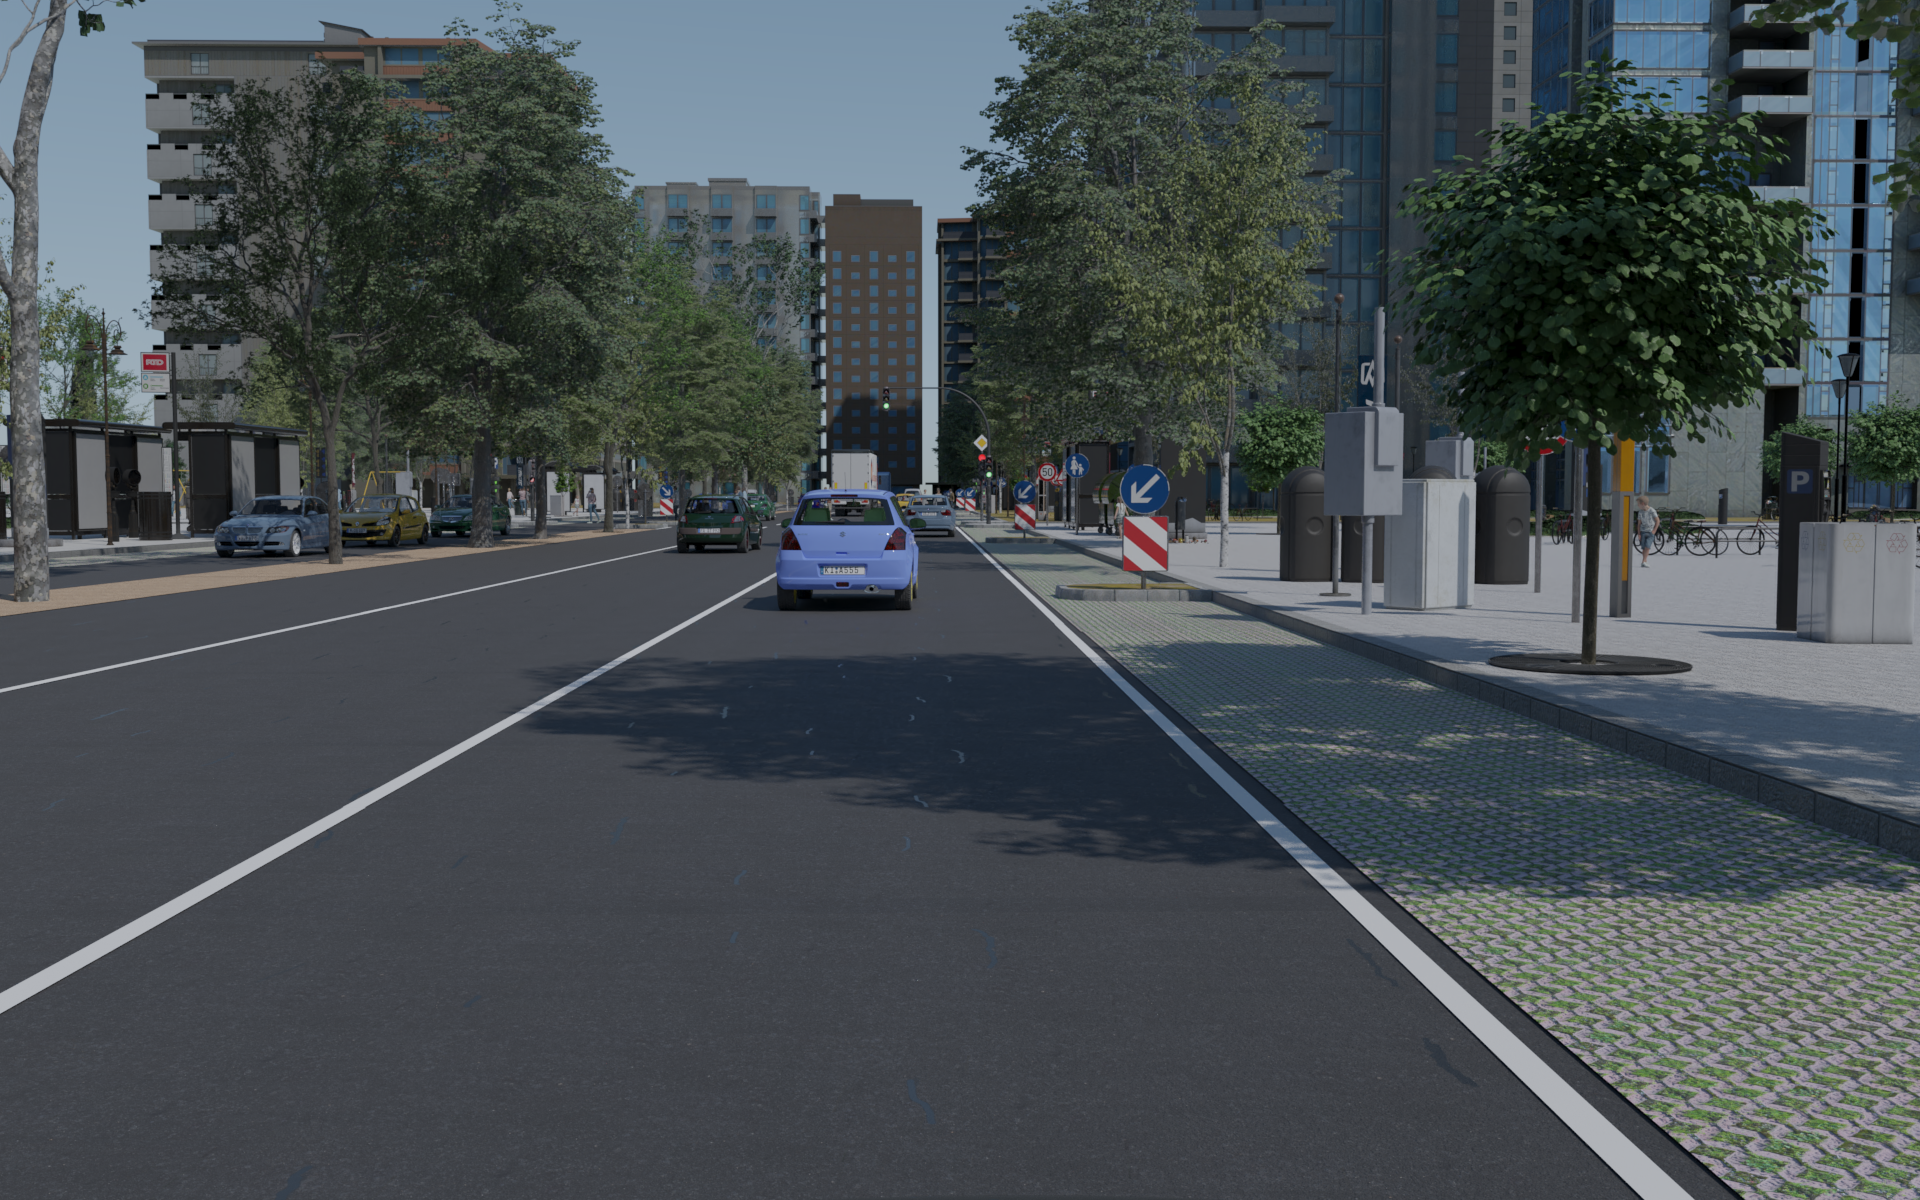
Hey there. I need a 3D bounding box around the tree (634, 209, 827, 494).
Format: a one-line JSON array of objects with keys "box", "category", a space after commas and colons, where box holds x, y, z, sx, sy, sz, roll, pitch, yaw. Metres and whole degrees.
[{"box": [-15.529, -15.716, 115.297, 12.611, 20.169, 13.585, 0, 3, 0], "category": "tree"}]

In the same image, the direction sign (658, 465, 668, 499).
[{"box": [-23.178, -8.761, 135.234, 0.876, 3.537, 0.379, -3, 5, -45], "category": "direction sign"}]

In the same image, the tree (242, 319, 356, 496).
[{"box": [-42.752, -11.854, 111.932, 7.486, 12.596, 7.792, 0, 3, 0], "category": "tree"}]

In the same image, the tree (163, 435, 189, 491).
[{"box": [-71.022, -11.145, 145.120, 20.602, 7.101, 11.467, 2, 4, 32], "category": "tree"}]

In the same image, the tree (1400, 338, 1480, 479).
[{"box": [16.957, -6.564, 57.686, 4.360, 8.622, 3.978, 0, 3, 0], "category": "tree"}]

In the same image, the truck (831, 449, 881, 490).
[{"box": [-6.836, -7.672, 114.346, 2.839, 4.237, 11.283, 0, 4, 0], "category": "truck"}]

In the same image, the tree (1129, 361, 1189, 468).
[{"box": [10.639, -8.578, 90.612, 4.360, 8.622, 3.978, 0, 3, 0], "category": "tree"}]

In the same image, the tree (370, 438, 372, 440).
[{"box": [-48.801, -12.140, 148.850, 4.360, 8.622, 3.978, 0, 3, 0], "category": "tree"}]

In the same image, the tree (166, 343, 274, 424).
[{"box": [-36.745, -8.248, 85.213, 4.360, 8.622, 3.978, 0, 3, 0], "category": "tree"}]

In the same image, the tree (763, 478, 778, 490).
[{"box": [-25.326, -17.758, 224.759, 7.601, 10.594, 8.767, 0, 4, 3], "category": "tree"}]

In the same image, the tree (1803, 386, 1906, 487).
[{"box": [29.203, -4.316, 54.277, 4.285, 4.588, 4.351, 0, 3, 0], "category": "tree"}]

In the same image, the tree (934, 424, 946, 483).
[{"box": [0.055, -18.963, 228.175, 7.486, 12.596, 7.792, 0, 3, 0], "category": "tree"}]

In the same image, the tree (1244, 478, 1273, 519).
[{"box": [16.010, -5.924, 91.455, 1.663, 3.219, 1.824, 0, 3, 0], "category": "tree"}]

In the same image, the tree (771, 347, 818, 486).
[{"box": [-14.622, -12.840, 130.511, 7.486, 12.596, 7.792, 0, 3, 0], "category": "tree"}]

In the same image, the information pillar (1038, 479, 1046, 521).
[{"box": [3.938, -4.797, 82.921, 0.304, 2.012, 0.304, 2, 4, 25], "category": "information pillar"}]

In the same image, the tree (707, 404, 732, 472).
[{"box": [-25.076, -15.906, 170.430, 12.009, 13.543, 11.850, 0, 3, 0], "category": "tree"}]

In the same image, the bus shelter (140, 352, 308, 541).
[{"box": [-22.102, -4.531, 51.722, 2.179, 5.291, 8.768, 0, 4, -1], "category": "bus shelter"}]

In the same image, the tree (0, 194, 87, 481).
[{"box": [-22.044, -5.382, 38.365, 4.737, 8.622, 4.395, 0, 3, 0], "category": "tree"}]

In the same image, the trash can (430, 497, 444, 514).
[{"box": [-25.742, -4.504, 85.287, 0.748, 1.137, 0.748, 0, 3, 0], "category": "trash can"}]

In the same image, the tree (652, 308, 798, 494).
[{"box": [-14.555, -11.198, 102.556, 9.611, 12.733, 9.660, 0, 3, 0], "category": "tree"}]

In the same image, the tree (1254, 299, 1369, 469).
[{"box": [13.084, -6.958, 64.129, 4.360, 8.622, 3.978, 0, 3, 0], "category": "tree"}]

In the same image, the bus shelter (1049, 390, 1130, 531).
[{"box": [4.811, -5.326, 64.714, 2.179, 5.291, 8.768, 0, 4, -1], "category": "bus shelter"}]

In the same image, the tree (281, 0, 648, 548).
[{"box": [-12.733, -8.353, 45.686, 9.857, 13.997, 8.962, 0, 3, 0], "category": "tree"}]

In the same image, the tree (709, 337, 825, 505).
[{"box": [-15.333, -14.144, 140.362, 9.857, 13.997, 8.962, 0, 3, 0], "category": "tree"}]

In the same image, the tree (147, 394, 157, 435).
[{"box": [-48.477, -9.133, 99.686, 4.737, 8.622, 4.395, 0, 3, 0], "category": "tree"}]

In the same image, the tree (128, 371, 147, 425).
[{"box": [-47.849, -8.788, 94.049, 4.737, 8.622, 4.395, 0, 3, 0], "category": "tree"}]

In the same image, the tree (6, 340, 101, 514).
[{"box": [-70.205, -13.824, 127.838, 18.604, 14.587, 13.155, -1, 4, -11], "category": "tree"}]

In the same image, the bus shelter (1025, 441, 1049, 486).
[{"box": [5.931, -9.292, 129.556, 2.179, 5.291, 8.768, 0, 4, -1], "category": "bus shelter"}]

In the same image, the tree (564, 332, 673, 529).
[{"box": [-13.769, -7.258, 71.487, 4.737, 8.622, 4.395, 0, 3, 0], "category": "tree"}]

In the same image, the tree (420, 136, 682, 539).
[{"box": [-13.381, -8.212, 54.843, 7.486, 12.596, 7.792, 0, 3, 0], "category": "tree"}]

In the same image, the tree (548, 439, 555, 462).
[{"box": [-30.549, -11.719, 141.973, 4.737, 8.622, 4.395, 0, 3, 0], "category": "tree"}]

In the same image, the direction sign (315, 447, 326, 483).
[{"box": [-30.968, -5.625, 83.963, 0.876, 3.537, 0.379, 3, 5, 41], "category": "direction sign"}]

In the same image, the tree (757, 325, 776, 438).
[{"box": [-13.660, -10.064, 92.755, 9.928, 11.665, 9.643, 0, 3, 0], "category": "tree"}]

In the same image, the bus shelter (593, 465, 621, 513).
[{"box": [-25.427, -7.853, 122.312, 2.014, 3.302, 5.546, 0, 4, -1], "category": "bus shelter"}]

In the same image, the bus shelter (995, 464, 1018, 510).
[{"box": [3.770, -9.002, 138.460, 1.731, 3.624, 6.357, 0, 4, -1], "category": "bus shelter"}]

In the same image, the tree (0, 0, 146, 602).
[{"box": [-13.569, -10.085, 23.234, 12.611, 20.169, 13.585, 0, 3, 0], "category": "tree"}]

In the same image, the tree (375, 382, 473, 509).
[{"box": [-32.699, -9.493, 105.570, 4.360, 8.622, 3.978, 0, 3, 0], "category": "tree"}]

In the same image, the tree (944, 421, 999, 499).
[{"box": [1.550, -16.067, 197.109, 7.601, 10.594, 8.767, 0, 4, 2], "category": "tree"}]

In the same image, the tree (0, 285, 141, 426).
[{"box": [-45.692, -9.902, 87.656, 9.928, 11.665, 9.643, 0, 3, 0], "category": "tree"}]

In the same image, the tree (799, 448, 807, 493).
[{"box": [-14.764, -11.933, 147.923, 4.737, 8.622, 4.395, 0, 3, 0], "category": "tree"}]

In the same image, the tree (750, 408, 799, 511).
[{"box": [-14.146, -10.497, 124.440, 4.737, 8.622, 4.395, 0, 3, 0], "category": "tree"}]

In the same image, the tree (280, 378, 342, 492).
[{"box": [-38.674, -9.263, 101.817, 4.360, 8.622, 3.978, 0, 3, 0], "category": "tree"}]

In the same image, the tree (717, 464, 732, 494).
[{"box": [-24.744, -14.037, 179.859, 4.360, 8.622, 3.978, 0, 3, 0], "category": "tree"}]

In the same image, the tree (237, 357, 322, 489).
[{"box": [-37.982, -8.916, 96.132, 4.737, 8.622, 4.395, 0, 3, 0], "category": "tree"}]

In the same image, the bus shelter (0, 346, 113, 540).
[{"box": [-25.543, -4.403, 49.615, 2.179, 5.291, 8.768, 0, 4, -1], "category": "bus shelter"}]

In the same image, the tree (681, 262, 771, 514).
[{"box": [-13.573, -9.991, 83.936, 7.486, 12.596, 7.792, 0, 3, 0], "category": "tree"}]

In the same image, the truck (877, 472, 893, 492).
[{"box": [-9.313, -13.189, 205.405, 2.967, 4.110, 18.799, 0, 4, -3], "category": "truck"}]

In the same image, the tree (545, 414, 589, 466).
[{"box": [-31.277, -11.434, 137.308, 4.360, 8.622, 3.978, 0, 3, 0], "category": "tree"}]

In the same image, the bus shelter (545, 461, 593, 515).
[{"box": [-24.467, -6.948, 107.518, 2.014, 3.302, 5.546, 0, 4, -1], "category": "bus shelter"}]

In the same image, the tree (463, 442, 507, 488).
[{"box": [-41.137, -12.173, 149.398, 4.737, 8.622, 4.395, 0, 3, 0], "category": "tree"}]

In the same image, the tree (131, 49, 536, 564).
[{"box": [-12.672, -6.016, 35.234, 8.767, 10.594, 7.601, 0, 4, -1], "category": "tree"}]

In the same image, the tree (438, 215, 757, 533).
[{"box": [-12.902, -8.285, 63.674, 9.928, 11.665, 9.643, 0, 3, 0], "category": "tree"}]
